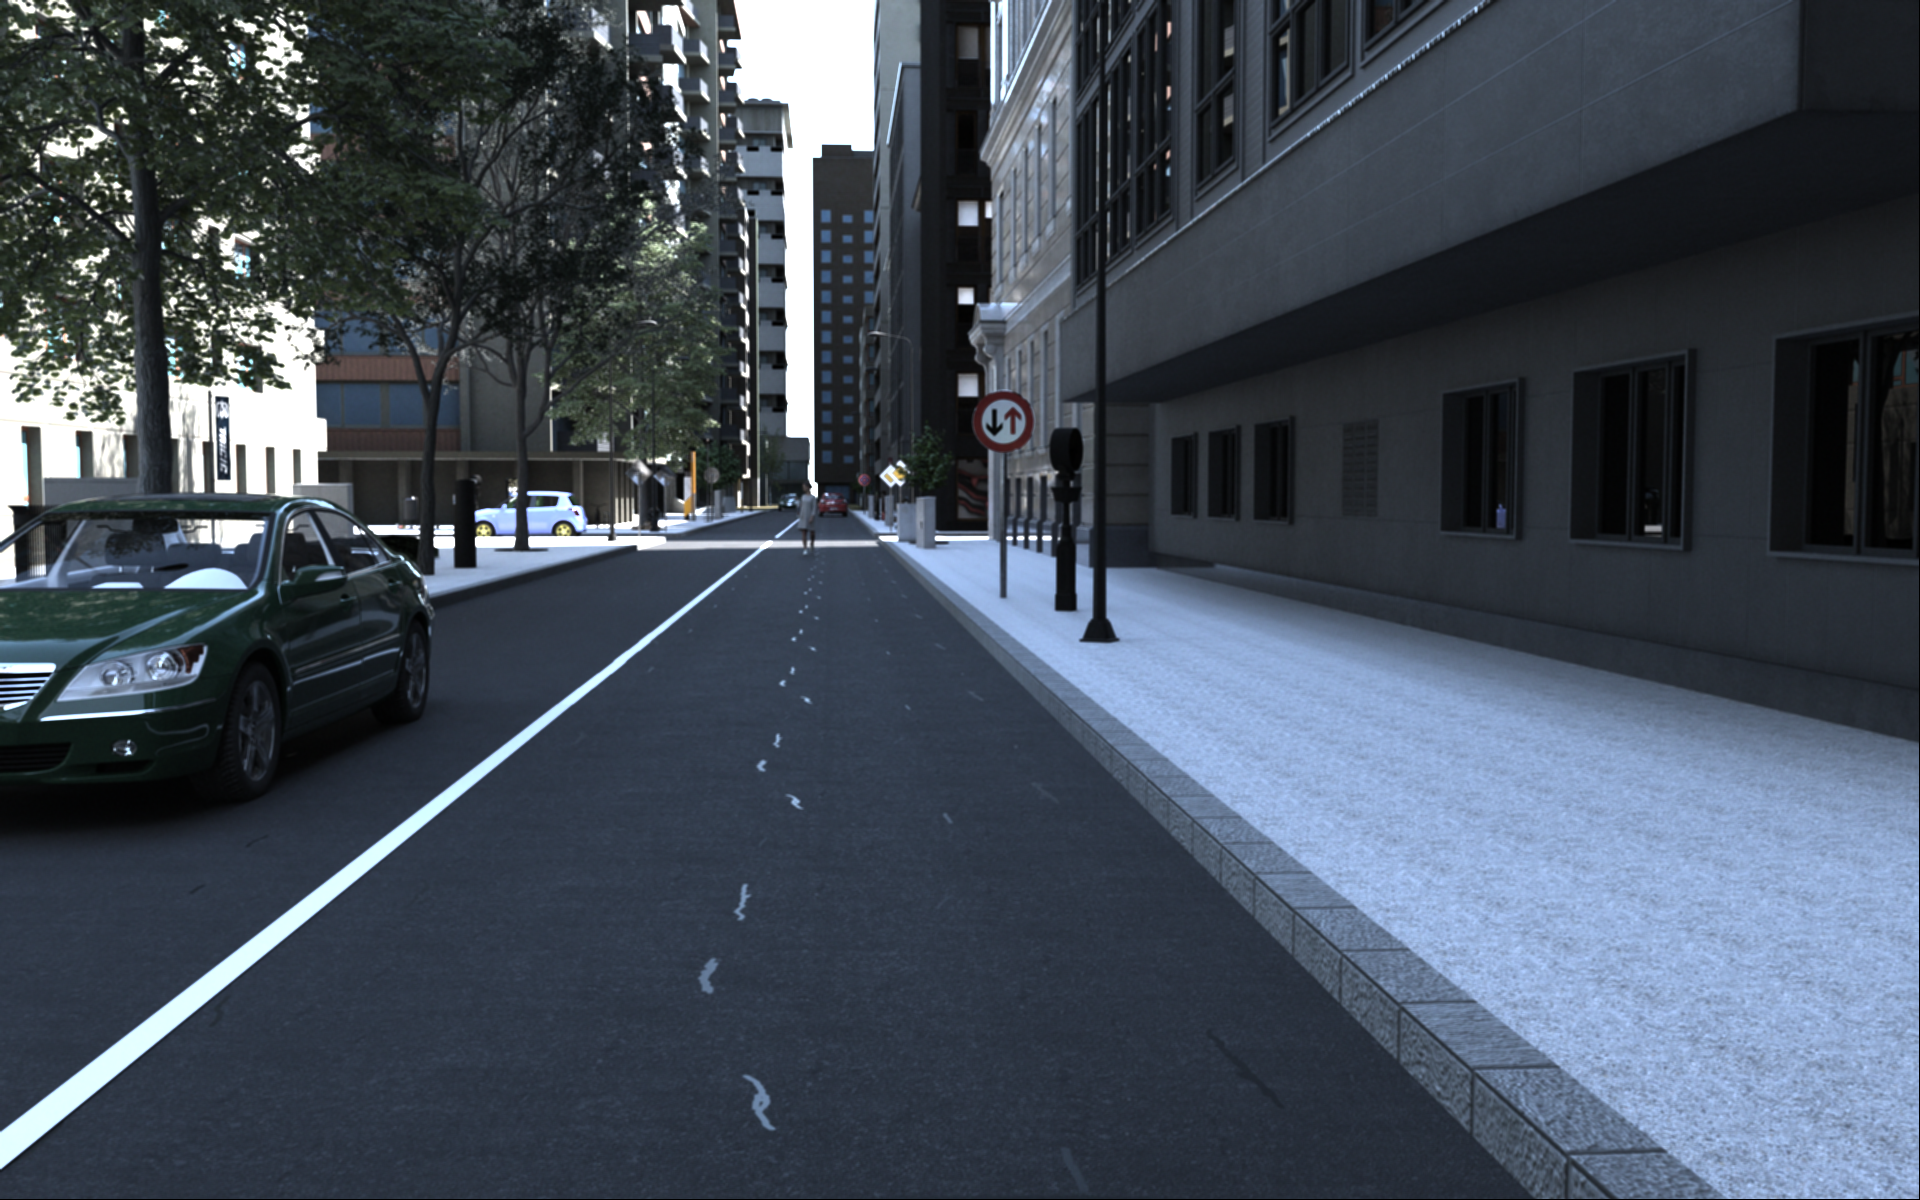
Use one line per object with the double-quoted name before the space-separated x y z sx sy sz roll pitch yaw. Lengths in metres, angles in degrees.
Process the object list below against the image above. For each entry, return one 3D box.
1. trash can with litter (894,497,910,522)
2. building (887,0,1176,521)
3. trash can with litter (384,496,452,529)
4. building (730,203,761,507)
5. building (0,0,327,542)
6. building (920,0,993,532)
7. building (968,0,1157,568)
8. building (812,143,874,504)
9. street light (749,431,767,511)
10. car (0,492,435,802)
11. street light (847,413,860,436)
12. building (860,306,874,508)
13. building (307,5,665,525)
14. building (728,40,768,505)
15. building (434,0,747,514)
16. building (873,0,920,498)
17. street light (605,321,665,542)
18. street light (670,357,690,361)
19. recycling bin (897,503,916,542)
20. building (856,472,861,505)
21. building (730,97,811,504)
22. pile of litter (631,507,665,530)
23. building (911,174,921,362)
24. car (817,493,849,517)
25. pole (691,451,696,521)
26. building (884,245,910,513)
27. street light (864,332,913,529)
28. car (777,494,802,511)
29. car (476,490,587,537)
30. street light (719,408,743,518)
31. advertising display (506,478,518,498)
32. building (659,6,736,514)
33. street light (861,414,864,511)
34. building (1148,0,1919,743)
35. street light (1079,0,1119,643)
"trash can with litter" -2.705 -4.095 78.346 1.055 1.170 0.624 2 4 25
"building" 3.206 -18.945 103.250 14.314 27.812 24.014 0 4 -4
"trash can with litter" -19.786 -3.202 63.418 2.233 1.210 1.678 0 4 7
"building" -26.833 -24.247 168.134 14.160 30.474 14.107 0 4 -4
"building" -31.358 -11.546 33.816 28.899 21.520 27.650 0 4 -4
"building" 6.737 -14.403 65.169 15.834 23.373 12.332 0 4 -4
"building" 7.728 -15.506 39.429 13.634 28.700 20.117 0 4 -4
"building" -11.920 -35.141 224.670 14.200 45.320 14.600 0 4 -4
"street light" -14.971 -9.531 128.371 1.470 5.913 1.316 0 4 -4
"car" -4.268 0.138 9.543 2.131 1.459 4.920 0 4 -3
"street light" -5.535 -7.723 98.817 1.470 5.913 1.316 0 4 -4
"building" 4.019 -20.141 174.336 27.650 21.520 28.899 0 4 -4
"building" -24.842 -26.178 82.638 22.147 44.769 28.867 0 4 -4
"building" -37.687 -53.855 193.205 31.000 86.520 22.319 0 4 -4
"building" -29.611 -30.053 145.985 22.147 44.769 28.867 0 4 -4
"building" 3.516 -32.080 148.202 21.300 48.544 21.600 0 4 -4
"street light" -8.835 -4.528 46.572 1.470 5.913 1.316 0 4 -4
"street light" -9.850 -5.274 58.778 1.470 5.913 1.316 0 4 -4
"recycling bin" -1.338 -2.099 46.876 0.722 1.027 0.722 0 4 -5
"building" -1.539 -46.447 197.665 20.563 71.187 20.611 0 4 -4
"building" -33.808 -39.188 229.959 27.495 52.752 28.713 0 4 -4
"pile of litter" -11.158 -2.925 61.794 1.176 0.858 1.719 -1 4 -15
"building" 3.431 -13.287 81.862 10.561 19.102 19.286 0 4 -4
"car" -8.153 -6.227 110.853 2.155 1.783 4.494 0 4 -6
"pole" -12.763 -5.448 82.923 0.158 3.312 0.155 0 3 0
"building" -0.305 -16.867 124.926 9.793 20.994 18.267 0 4 -4
"street light" -1.948 -4.733 49.931 1.470 5.913 1.316 0 4 -4
"car" -14.548 -8.301 147.511 2.131 1.459 4.920 0 4 -5
"car" -13.323 -2.659 53.059 3.694 1.707 1.945 0 4 -4
"street light" -12.419 -7.408 93.668 1.470 5.913 1.316 0 4 -4
"advertising display" -17.486 -3.863 68.379 0.123 1.923 0.974 3 4 36
"building" -31.832 -25.984 116.719 32.217 40.220 23.993 0 4 -4
"street light" -2.783 -5.574 63.675 1.470 5.913 1.316 0 4 -4
"building" 9.581 -13.700 17.509 14.314 27.812 24.014 0 4 -4
"street light" 0.677 -2.591 14.900 1.470 5.913 1.316 0 4 -4
